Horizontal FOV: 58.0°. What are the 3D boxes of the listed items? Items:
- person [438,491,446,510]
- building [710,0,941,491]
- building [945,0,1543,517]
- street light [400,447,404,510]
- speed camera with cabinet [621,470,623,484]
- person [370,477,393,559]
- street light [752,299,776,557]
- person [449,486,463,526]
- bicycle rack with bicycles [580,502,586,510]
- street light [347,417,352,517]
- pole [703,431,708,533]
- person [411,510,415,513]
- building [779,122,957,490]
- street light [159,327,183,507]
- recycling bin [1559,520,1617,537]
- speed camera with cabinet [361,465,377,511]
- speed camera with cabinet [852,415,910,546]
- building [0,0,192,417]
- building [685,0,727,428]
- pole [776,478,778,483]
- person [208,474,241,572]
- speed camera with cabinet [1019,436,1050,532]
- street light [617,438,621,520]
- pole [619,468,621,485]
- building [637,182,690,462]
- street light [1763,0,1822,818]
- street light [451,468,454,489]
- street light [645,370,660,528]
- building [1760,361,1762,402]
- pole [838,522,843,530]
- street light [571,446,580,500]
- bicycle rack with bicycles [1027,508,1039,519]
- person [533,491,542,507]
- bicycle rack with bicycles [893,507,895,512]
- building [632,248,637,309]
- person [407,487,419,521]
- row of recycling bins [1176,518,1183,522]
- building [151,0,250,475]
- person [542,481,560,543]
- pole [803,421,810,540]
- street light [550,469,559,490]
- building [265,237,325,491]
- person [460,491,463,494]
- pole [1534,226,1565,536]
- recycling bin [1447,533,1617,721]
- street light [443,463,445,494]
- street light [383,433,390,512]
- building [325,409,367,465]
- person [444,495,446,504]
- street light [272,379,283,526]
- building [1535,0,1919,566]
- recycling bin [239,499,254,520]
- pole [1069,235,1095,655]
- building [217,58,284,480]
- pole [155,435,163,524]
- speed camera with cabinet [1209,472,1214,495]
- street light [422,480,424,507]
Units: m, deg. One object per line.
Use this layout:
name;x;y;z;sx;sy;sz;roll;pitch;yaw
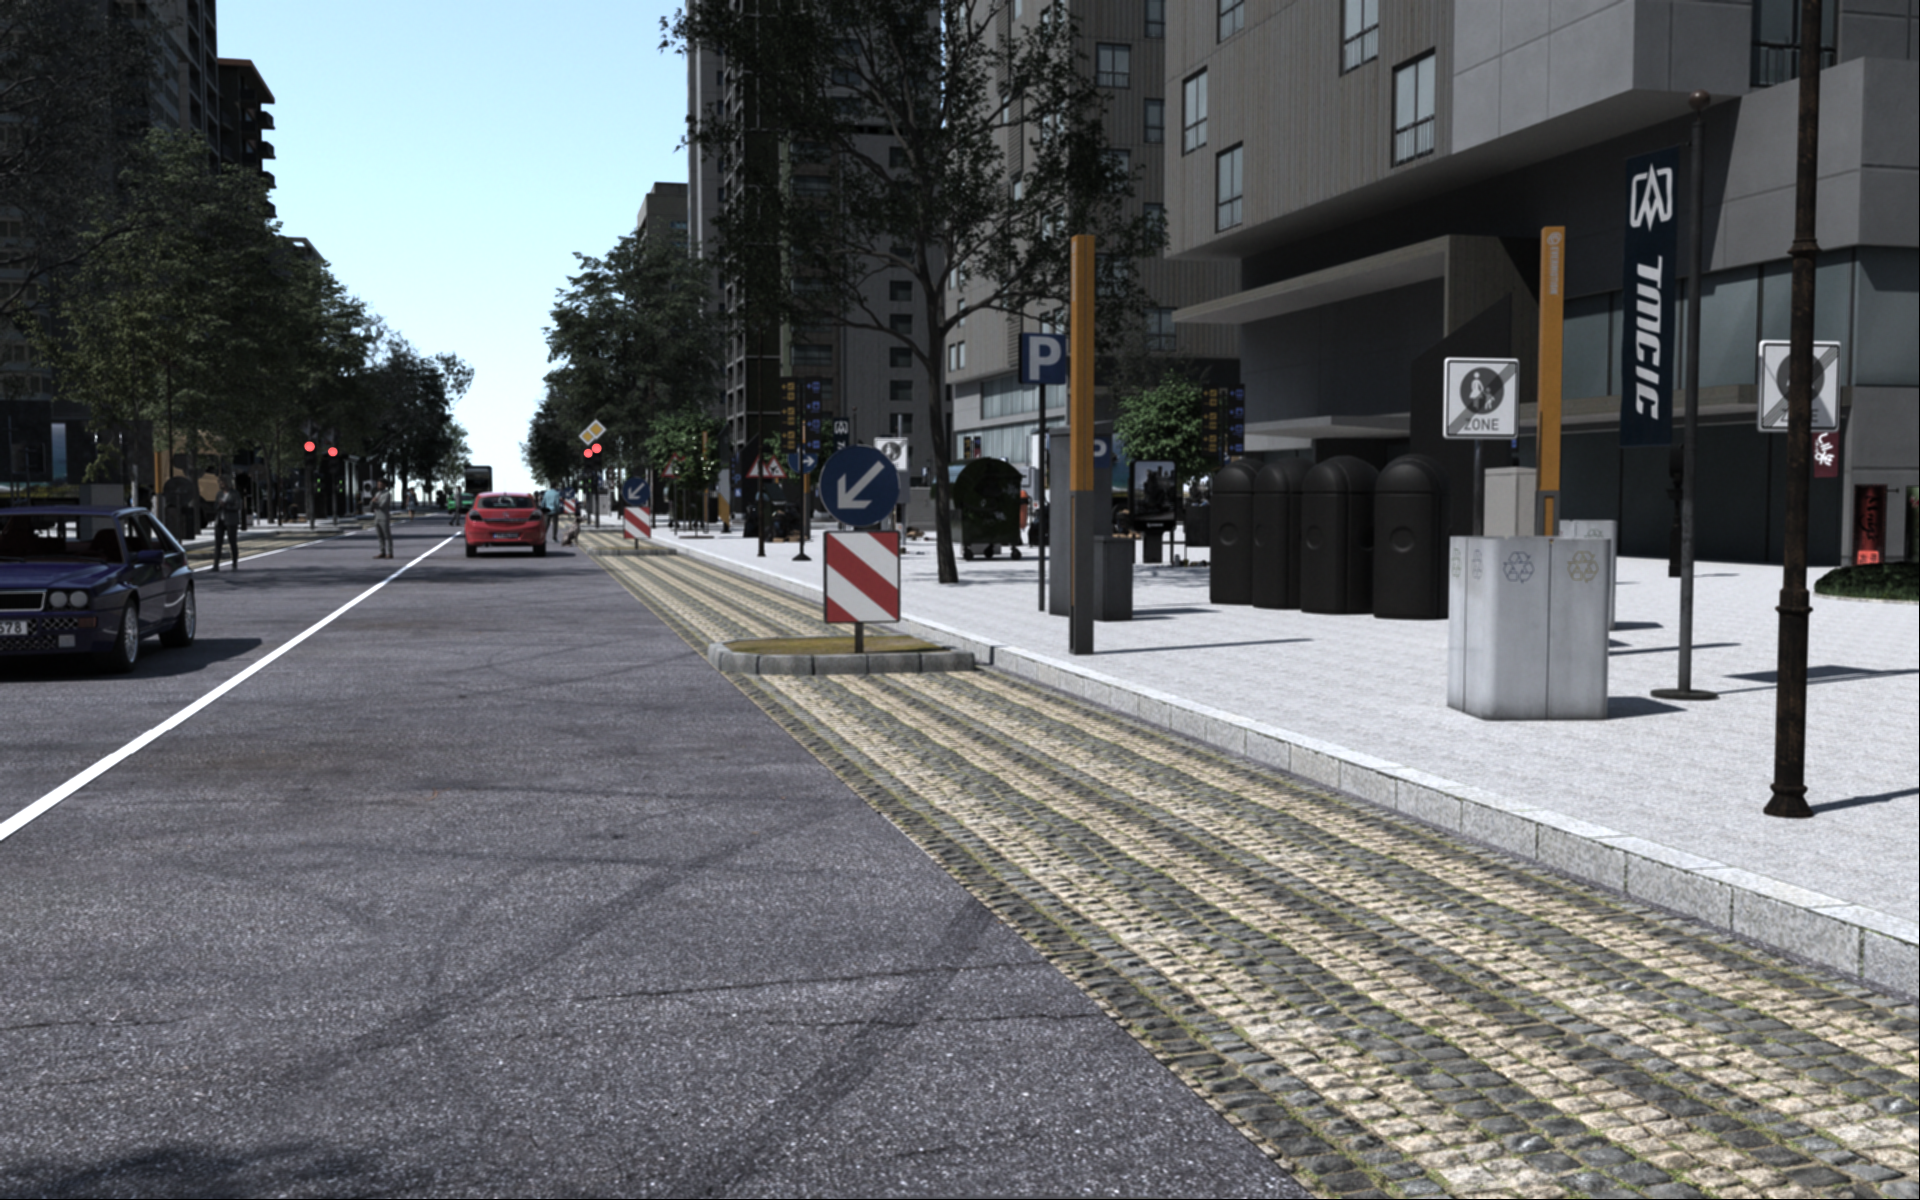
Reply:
person;-47.172;-9.085;157.589;0.434;1.755;0.990;2;4;29
building;-14.224;-44.893;172.258;20.563;71.187;20.611;-1;4;-14
building;14.862;-31.563;105.295;27.495;52.752;28.713;-1;4;-14
street light;-46.306;-10.463;143.850;0.468;5.910;1.993;-1;4;-14
speed camera with cabinet;-27.349;-9.090;142.965;0.660;3.252;2.038;-3;5;-43
person;-12.866;-1.820;38.445;0.511;1.800;0.466;2;4;24
street light;-4.084;-3.833;35.458;0.468;5.910;1.993;-1;4;-14
person;-22.620;-4.250;78.111;0.853;1.813;0.709;-3;4;-36
bicycle rack with bicycles;-29.397;-7.724;139.674;2.925;0.926;2.852;-3;5;-40
street light;-34.675;-7.682;98.387;0.468;5.910;1.993;-1;4;-14
pole;-8.301;-3.831;56.486;0.158;3.312;0.155;0;3;0
person;-40.993;-7.411;129.773;0.635;1.810;0.391;2;4;31
building;-7.569;-22.449;138.743;14.160;30.474;14.107;-1;4;-14
street light;-21.923;-4.605;48.083;0.468;5.910;1.993;-1;4;-14
recycling bin;5.869;-0.247;16.589;0.722;1.027;0.722;1;4;16
speed camera with cabinet;-40.299;-7.474;116.532;2.038;3.252;0.660;1;4;15
speed camera with cabinet;-2.013;-3.021;43.725;0.660;3.252;2.038;-2;4;-33
building;-69.315;-26.334;122.443;32.217;40.220;23.993;-1;4;-14
building;-20.244;-40.053;196.871;21.231;58.520;28.212;-1;4;-14
pole;-10.798;-6.626;102.184;0.158;3.312;0.155;0;3;0
person;-13.574;-1.429;32.048;0.537;1.800;0.526;1;4;16
speed camera with cabinet;2.951;-3.929;58.573;2.038;3.252;0.660;2;4;33
street light;-17.188;-6.996;87.165;0.468;5.910;1.993;-1;4;-14
pole;-23.835;-7.790;121.217;0.158;3.312;0.155;0;3;0
building;-37.896;-39.284;265.990;21.300;48.544;21.600;-1;4;-14
street light;3.317;-2.078;6.758;0.468;5.910;1.993;-1;4;-14
street light;-74.189;-17.151;253.212;0.468;5.910;1.993;-1;4;-14
street light;-11.433;-5.609;64.488;0.468;5.910;1.993;-1;4;-14
building;43.952;-25.962;108.066;14.086;41.232;14.154;-1;4;-14
pole;-4.292;-4.175;62.097;0.158;3.312;0.155;0;3;0
street light;-32.134;-10.557;145.397;0.468;5.910;1.993;-1;4;-14
bicycle rack with bicycles;3.809;-4.046;79.536;2.925;0.926;2.852;-3;4;-38
person;-37.735;-8.886;154.503;1.217;1.735;0.721;0;4;5
bicycle rack with bicycles;-4.068;-5.013;95.351;2.852;0.926;2.925;1;4;10
building;-43.468;-38.968;291.747;22.147;44.769;28.867;-1;4;-14
person;-28.762;-5.040;90.990;0.616;1.811;0.778;-1;4;-20
row of recycling bins;9.969;-4.465;80.123;1.069;1.692;3.534;-2;4;-31
building;-71.458;-43.230;145.058;20.563;71.187;20.611;-1;4;-14
person;-12.121;-2.612;51.228;0.660;1.820;0.620;1;4;18
pole;-4.280;-3.324;48.195;0.158;3.312;0.155;0;3;0
street light;-56.697;-16.485;242.311;0.468;5.910;1.993;-1;4;-14
building;-102.392;-33.598;241.207;32.217;40.220;23.993;-1;4;-14
person;-39.374;-7.820;136.454;0.694;1.812;0.767;-3;4;-38
pole;4.535;-1.193;13.342;0.158;3.312;0.155;0;3;0
recycling bin;3.313;0.148;10.130;0.722;1.027;0.722;0;4;-2
street light;-66.801;-15.392;224.439;0.468;5.910;1.993;-1;4;-14
street light;-42.012;-9.444;127.197;0.468;5.910;1.993;-1;4;-14
building;-107.467;-25.883;268.233;27.650;21.520;28.899;-1;4;-14
person;-47.756;-9.073;160.071;0.599;1.433;0.991;0;4;-2
street light;-27.413;-5.924;69.652;0.468;5.910;1.993;-1;4;-14
building;22.573;-27.820;44.104;28.713;52.752;27.495;-1;4;-14
recycling bin;-35.244;-4.445;85.231;0.722;1.027;0.722;-3;5;-40
pole;0.971;-1.219;13.779;0.158;3.312;0.155;0;3;0
building;-79.457;-31.499;169.633;22.147;44.769;28.867;-1;4;-14
pole;-27.697;-4.039;59.881;0.158;3.312;0.155;0;3;0
speed camera with cabinet;9.614;-4.528;68.370;0.660;3.252;2.038;1;4;18
street light;-53.738;-12.261;173.246;0.468;5.910;1.993;-1;4;-14
